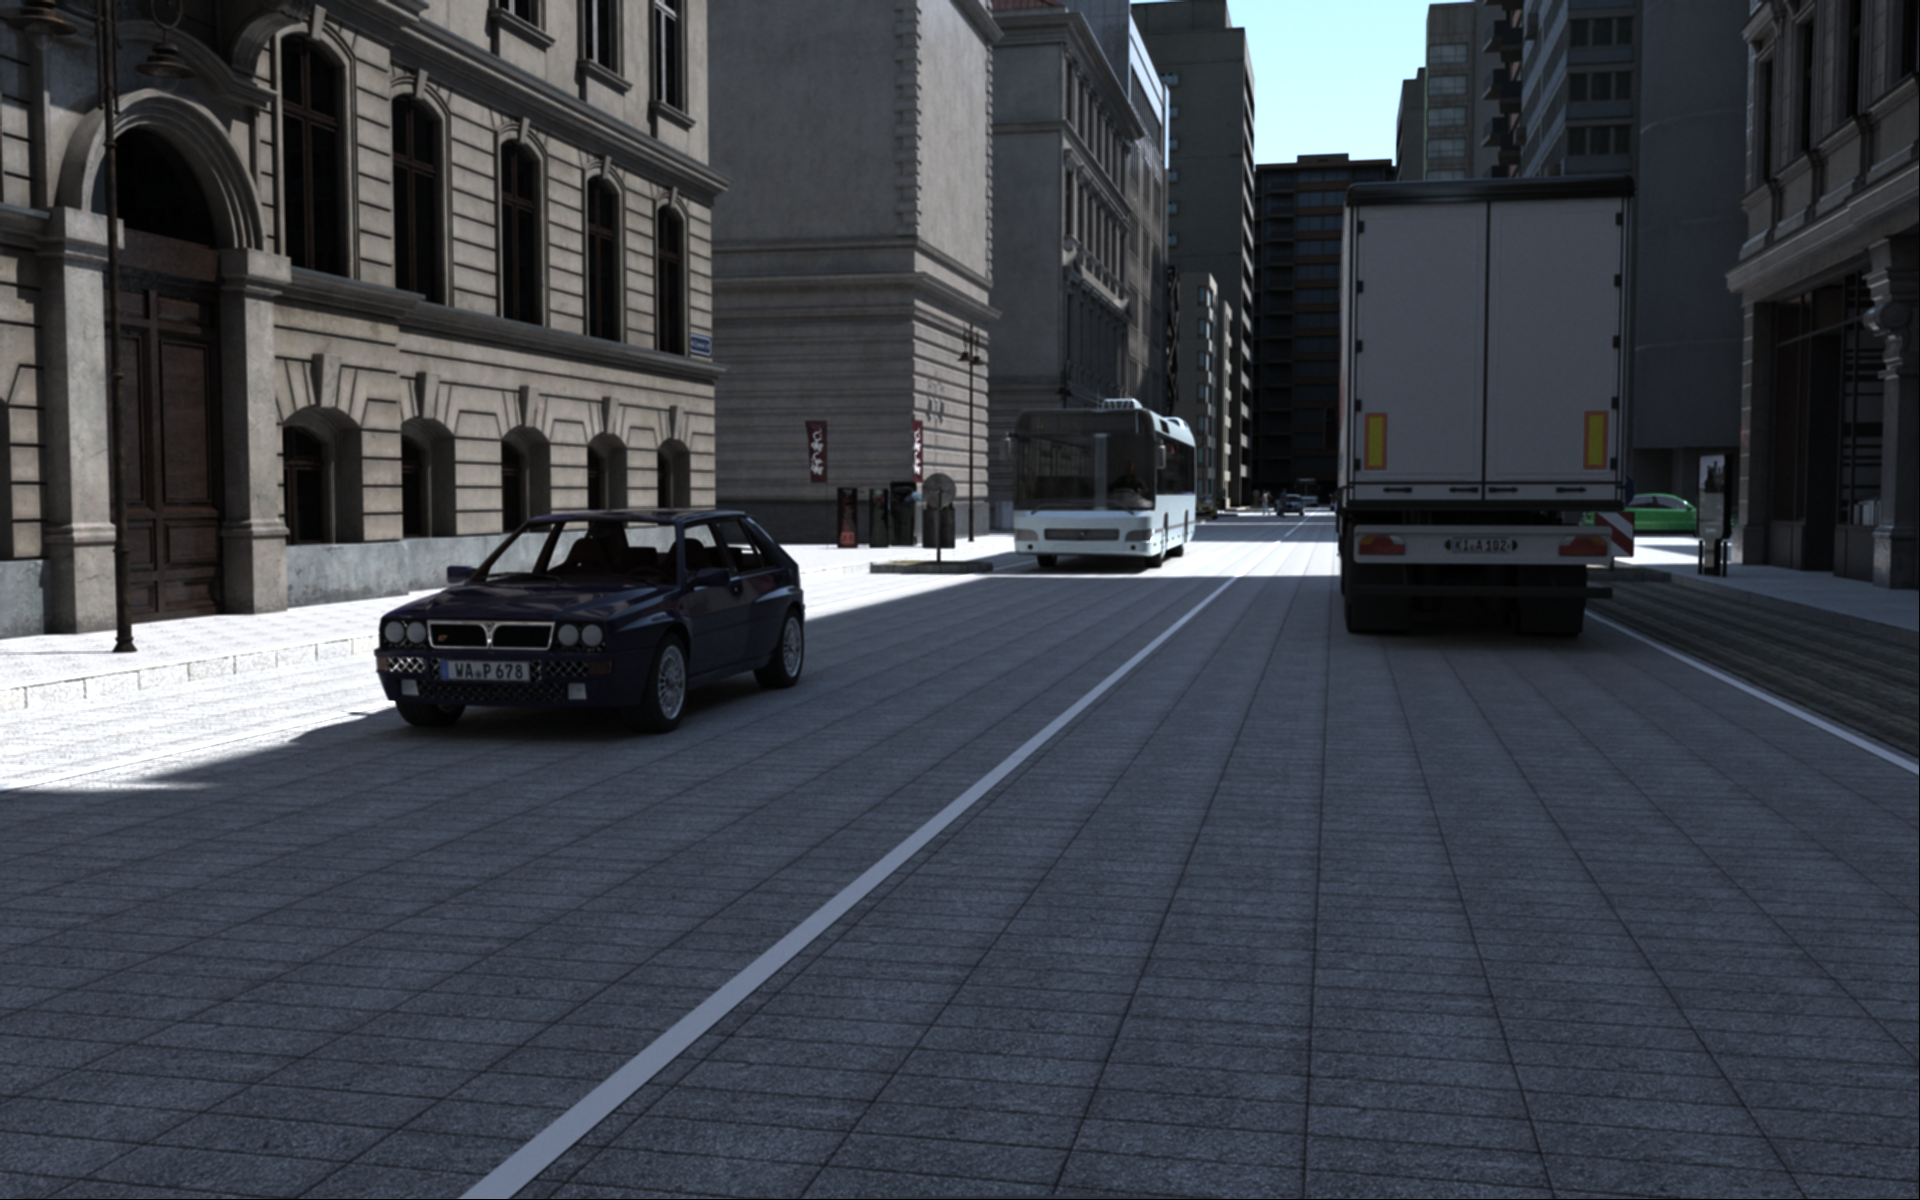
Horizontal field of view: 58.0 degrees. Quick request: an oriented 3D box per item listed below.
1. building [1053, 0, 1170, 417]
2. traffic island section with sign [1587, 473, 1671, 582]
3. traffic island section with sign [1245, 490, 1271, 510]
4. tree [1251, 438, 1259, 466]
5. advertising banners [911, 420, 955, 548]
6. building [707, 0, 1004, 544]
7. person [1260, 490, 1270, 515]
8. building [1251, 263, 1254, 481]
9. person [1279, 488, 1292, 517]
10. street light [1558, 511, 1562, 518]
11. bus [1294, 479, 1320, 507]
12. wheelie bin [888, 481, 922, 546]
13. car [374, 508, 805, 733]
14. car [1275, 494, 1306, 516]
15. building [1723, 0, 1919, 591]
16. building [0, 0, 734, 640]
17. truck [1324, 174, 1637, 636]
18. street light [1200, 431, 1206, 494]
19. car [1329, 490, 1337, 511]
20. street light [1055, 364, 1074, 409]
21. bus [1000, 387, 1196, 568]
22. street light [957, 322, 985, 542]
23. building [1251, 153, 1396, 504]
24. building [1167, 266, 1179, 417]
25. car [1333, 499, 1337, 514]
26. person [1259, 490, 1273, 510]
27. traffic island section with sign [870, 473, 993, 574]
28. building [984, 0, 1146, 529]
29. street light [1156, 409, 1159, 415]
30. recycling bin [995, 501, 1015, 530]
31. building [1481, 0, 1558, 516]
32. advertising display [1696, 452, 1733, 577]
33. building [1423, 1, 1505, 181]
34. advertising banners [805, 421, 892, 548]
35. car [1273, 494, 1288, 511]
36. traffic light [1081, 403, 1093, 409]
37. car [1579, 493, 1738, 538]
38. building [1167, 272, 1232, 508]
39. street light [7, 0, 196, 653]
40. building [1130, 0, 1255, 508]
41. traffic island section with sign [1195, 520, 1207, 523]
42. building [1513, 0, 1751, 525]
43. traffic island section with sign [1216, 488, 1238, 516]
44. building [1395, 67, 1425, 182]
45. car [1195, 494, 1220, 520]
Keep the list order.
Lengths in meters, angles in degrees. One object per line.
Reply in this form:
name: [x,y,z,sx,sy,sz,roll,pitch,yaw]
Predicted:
building: [4.232,-16.843,93.408,12.078,24.808,19.932,1,4,12]
traffic island section with sign: [10.767,-1.255,29.150,1.989,1.847,2.006,1,4,12]
traffic island section with sign: [27.524,-9.297,160.628,1.989,1.847,2.006,1,4,12]
tree: [31.214,-14.883,193.702,4.360,8.622,3.978,0,3,0]
advertising banners: [-0.654,-2.785,41.725,0.090,3.025,2.074,2,4,29]
building: [-9.136,-13.532,50.127,19.941,23.489,11.050,1,4,12]
person: [20.840,-6.661,118.244,0.643,1.720,0.563,3,5,40]
building: [27.214,-26.398,203.308,14.107,30.474,14.160,1,4,12]
person: [20.132,-6.042,107.414,0.853,1.813,0.709,3,4,37]
street light: [17.382,-4.725,50.034,0.468,5.910,1.993,1,4,12]
bus: [40.159,-12.597,200.817,2.948,3.499,13.247,1,4,11]
wheelie bin: [-1.377,-2.142,42.937,0.980,1.594,0.693,0,4,4]
car: [-2.324,0.051,11.739,1.945,1.354,3.894,1,4,11]
car: [22.161,-6.363,116.045,2.014,1.417,4.499,1,4,13]
building: [18.349,-10.907,29.247,10.553,20.767,40.483,1,4,12]
building: [-13.379,-12.160,17.900,14.460,24.649,34.723,1,4,12]
truck: [5.830,-1.957,20.903,2.839,4.237,11.283,1,4,12]
street light: [17.900,-9.457,127.407,0.468,5.910,1.993,1,4,12]
car: [32.859,-8.563,148.670,2.281,1.827,5.304,1,4,11]
street light: [3.741,-5.446,61.823,0.468,5.910,1.993,1,4,12]
bus: [3.304,-2.558,36.687,2.948,3.499,13.247,1,4,11]
street light: [0.302,-4.516,46.617,0.468,5.910,1.993,1,4,12]
building: [46.352,-34.937,225.852,28.867,44.769,22.147,1,4,12]
building: [5.619,-15.004,112.762,16.820,18.784,16.811,1,4,12]
car: [27.396,-6.903,122.461,1.945,1.707,3.694,1,4,11]
person: [28.056,-9.183,158.660,1.348,1.823,0.705,0,4,-1]
traffic island section with sign: [-0.455,-1.430,32.009,1.989,1.847,2.006,1,4,12]
building: [0.812,-14.450,72.416,11.583,22.565,21.152,1,4,12]
street light: [10.787,-7.458,94.727,0.468,5.910,1.993,1,4,12]
recycling bin: [1.704,-2.992,61.474,0.722,1.027,0.722,-1,4,-19]
building: [43.373,-27.512,104.444,22.147,44.769,28.867,1,4,12]
advertising display: [11.818,-1.342,27.159,0.123,1.923,0.974,0,4,-1]
building: [46.427,-28.352,147.155,14.154,41.232,14.086,1,4,12]
advertising banners: [-2.657,-2.759,41.300,2.074,3.025,0.090,0,4,3]
car: [26.952,-8.184,143.589,2.009,1.686,4.222,1,4,11]
traffic light: [3.900,-3.938,53.310,0.839,4.253,0.868,1,4,12]
car: [21.642,-2.735,53.510,4.718,1.807,1.959,1,4,13]
building: [8.987,-18.789,152.235,27.650,21.520,28.899,1,4,12]
street light: [-6.790,-2.515,13.902,0.468,5.910,1.993,1,4,12]
building: [18.517,-33.786,176.097,21.300,48.544,21.600,1,4,12]
traffic island section with sign: [11.144,-4.694,85.373,1.989,1.847,2.006,1,4,12]
building: [35.348,-23.035,68.499,23.993,40.220,32.217,1,4,12]
traffic island section with sign: [16.924,-6.316,111.901,1.989,1.847,2.006,1,4,12]
building: [59.407,-34.767,192.140,21.300,48.544,21.600,1,4,12]
car: [13.676,-5.363,97.914,2.015,1.641,3.980,1,4,11]
